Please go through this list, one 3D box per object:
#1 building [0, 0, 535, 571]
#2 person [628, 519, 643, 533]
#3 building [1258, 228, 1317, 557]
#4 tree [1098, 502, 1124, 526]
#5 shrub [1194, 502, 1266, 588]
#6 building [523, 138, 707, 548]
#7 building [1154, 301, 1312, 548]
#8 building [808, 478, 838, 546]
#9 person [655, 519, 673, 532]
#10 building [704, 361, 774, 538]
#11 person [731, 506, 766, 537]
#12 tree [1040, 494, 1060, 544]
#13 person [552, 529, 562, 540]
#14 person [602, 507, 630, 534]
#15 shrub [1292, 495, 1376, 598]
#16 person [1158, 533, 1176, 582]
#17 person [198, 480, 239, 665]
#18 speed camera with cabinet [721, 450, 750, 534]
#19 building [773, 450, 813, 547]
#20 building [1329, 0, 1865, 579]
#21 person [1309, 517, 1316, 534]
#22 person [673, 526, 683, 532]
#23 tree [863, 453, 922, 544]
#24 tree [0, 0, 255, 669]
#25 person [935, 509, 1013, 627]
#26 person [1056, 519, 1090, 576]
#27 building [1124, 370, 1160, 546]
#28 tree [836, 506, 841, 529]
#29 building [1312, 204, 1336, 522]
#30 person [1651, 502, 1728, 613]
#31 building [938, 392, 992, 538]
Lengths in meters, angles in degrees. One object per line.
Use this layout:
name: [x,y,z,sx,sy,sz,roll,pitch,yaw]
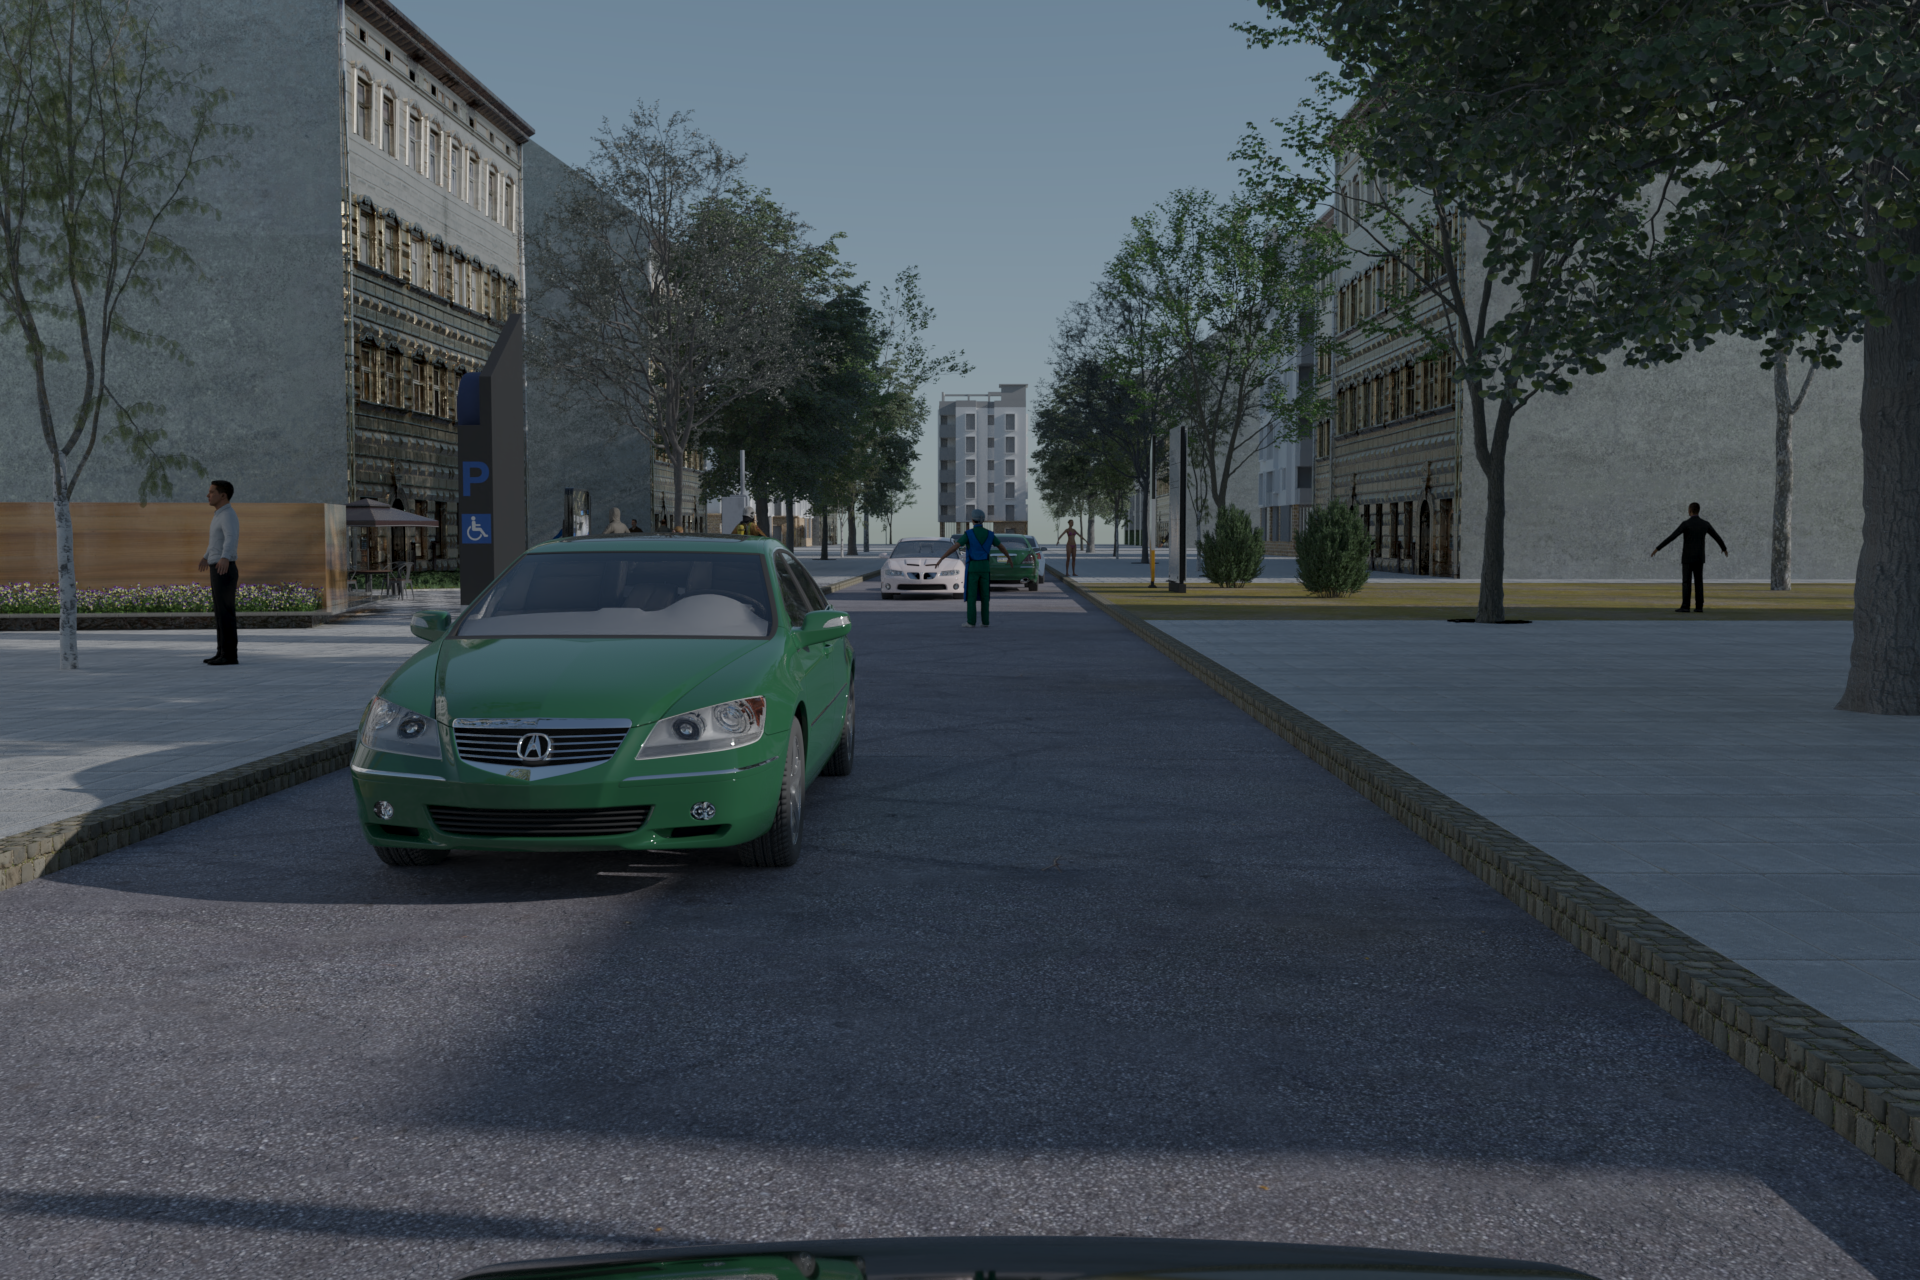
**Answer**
building: [-25.805,-13.781,56.255,19.493,23.208,18.063,0,4,1]
person: [-11.601,-3.394,61.628,1.346,1.812,0.704,1,4,17]
building: [23.783,-15.337,107.178,16.016,20.090,11.380,0,4,1]
tree: [21.208,-18.923,216.042,9.857,13.997,8.962,0,3,0]
shrub: [6.460,-2.281,41.332,1.661,2.075,1.752,0,3,0]
building: [-24.655,-16.177,95.417,19.493,23.208,18.063,0,4,0]
building: [28.598,-20.337,163.440,19.493,23.208,18.063,0,4,1]
building: [-24.183,-22.417,197.443,19.493,23.208,18.063,0,4,2]
person: [-10.344,-3.317,60.509,1.348,1.796,0.705,-1,4,-8]
building: [-22.948,-18.092,152.231,16.016,20.090,11.380,0,4,1]
person: [-4.296,-1.810,35.366,1.354,1.858,0.705,2,4,34]
tree: [12.632,-16.413,218.712,4.360,8.622,3.978,0,3,0]
person: [-10.591,-2.517,47.117,1.349,1.833,0.705,-3,5,-40]
person: [-6.932,-1.748,34.702,0.705,1.813,1.348,2,4,31]
shrub: [7.538,-1.890,34.950,1.661,2.075,1.752,0,3,0]
person: [5.746,-2.478,46.456,0.705,1.837,1.347,3,4,37]
person: [-7.284,-0.666,17.052,0.704,1.810,1.344,-2,4,-31]
speed camera with cabinet: [-5.319,-2.893,41.630,0.660,3.252,2.038,0,4,0]
building: [-20.939,-19.318,172.275,16.016,20.090,11.380,0,4,1]
building: [23.536,-13.865,57.621,19.493,23.208,18.063,0,4,1]
person: [11.064,-2.936,53.866,0.705,1.847,1.347,3,5,41]
person: [-5.256,-1.437,32.759,0.599,1.433,0.991,-3,5,-40]
tree: [-8.826,-17.781,216.473,9.928,11.665,9.643,0,3,0]
tree: [-8.450,-4.042,16.454,4.360,8.622,3.978,0,3,0]
person: [0.257,-1.107,26.689,1.347,1.817,0.704,-2,4,-27]
person: [3.434,-2.818,52.870,1.217,1.733,0.721,-2,4,-31]
building: [28.004,-20.047,194.222,16.747,18.905,31.486,0,4,1]
tree: [-16.322,-16.753,224.277,4.737,8.622,4.395,0,3,0]
building: [26.800,-15.055,77.080,19.493,23.208,18.063,0,4,1]
person: [11.991,-1.354,28.366,1.346,1.802,0.704,-1,4,-8]
building: [-2.528,-22.254,222.725,11.380,20.090,16.016,0,4,5]
